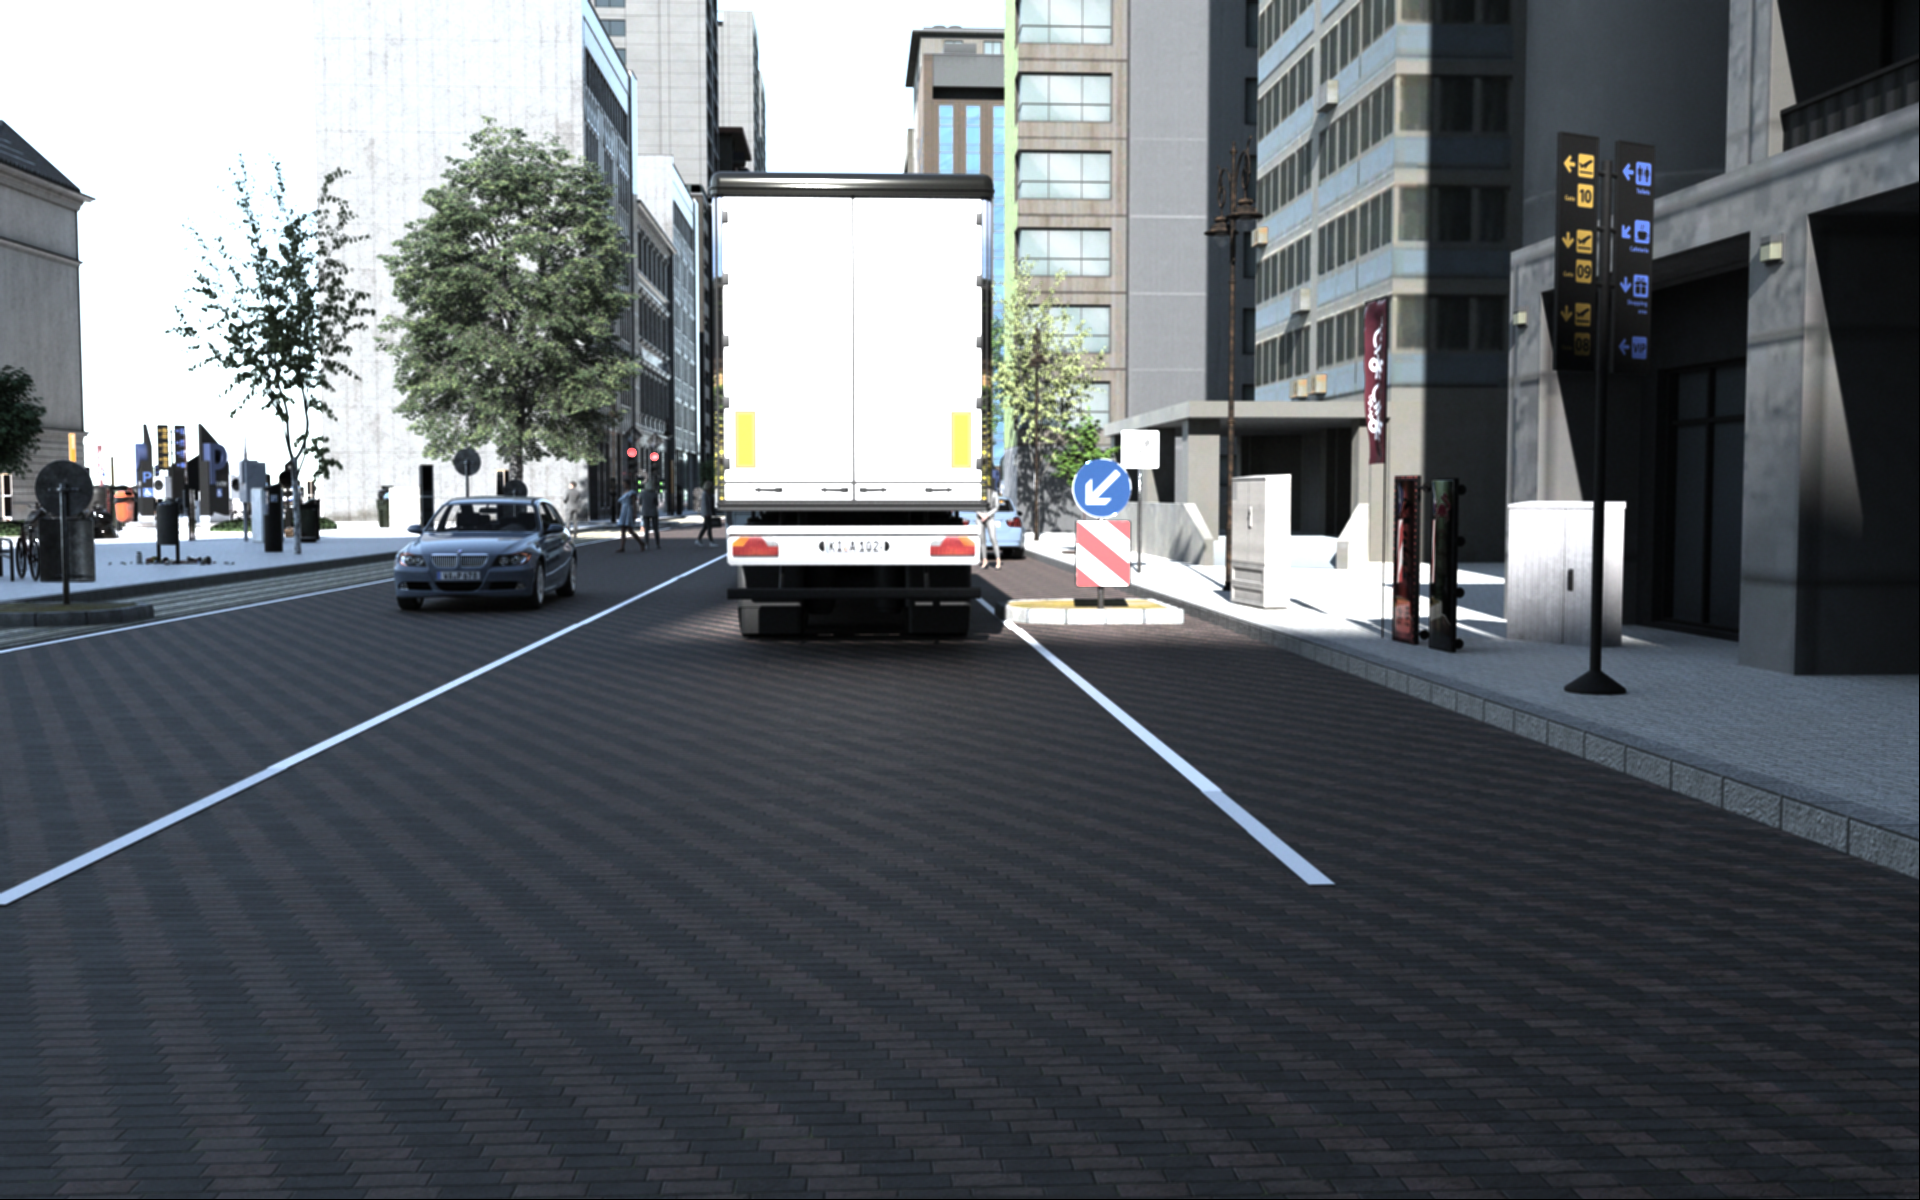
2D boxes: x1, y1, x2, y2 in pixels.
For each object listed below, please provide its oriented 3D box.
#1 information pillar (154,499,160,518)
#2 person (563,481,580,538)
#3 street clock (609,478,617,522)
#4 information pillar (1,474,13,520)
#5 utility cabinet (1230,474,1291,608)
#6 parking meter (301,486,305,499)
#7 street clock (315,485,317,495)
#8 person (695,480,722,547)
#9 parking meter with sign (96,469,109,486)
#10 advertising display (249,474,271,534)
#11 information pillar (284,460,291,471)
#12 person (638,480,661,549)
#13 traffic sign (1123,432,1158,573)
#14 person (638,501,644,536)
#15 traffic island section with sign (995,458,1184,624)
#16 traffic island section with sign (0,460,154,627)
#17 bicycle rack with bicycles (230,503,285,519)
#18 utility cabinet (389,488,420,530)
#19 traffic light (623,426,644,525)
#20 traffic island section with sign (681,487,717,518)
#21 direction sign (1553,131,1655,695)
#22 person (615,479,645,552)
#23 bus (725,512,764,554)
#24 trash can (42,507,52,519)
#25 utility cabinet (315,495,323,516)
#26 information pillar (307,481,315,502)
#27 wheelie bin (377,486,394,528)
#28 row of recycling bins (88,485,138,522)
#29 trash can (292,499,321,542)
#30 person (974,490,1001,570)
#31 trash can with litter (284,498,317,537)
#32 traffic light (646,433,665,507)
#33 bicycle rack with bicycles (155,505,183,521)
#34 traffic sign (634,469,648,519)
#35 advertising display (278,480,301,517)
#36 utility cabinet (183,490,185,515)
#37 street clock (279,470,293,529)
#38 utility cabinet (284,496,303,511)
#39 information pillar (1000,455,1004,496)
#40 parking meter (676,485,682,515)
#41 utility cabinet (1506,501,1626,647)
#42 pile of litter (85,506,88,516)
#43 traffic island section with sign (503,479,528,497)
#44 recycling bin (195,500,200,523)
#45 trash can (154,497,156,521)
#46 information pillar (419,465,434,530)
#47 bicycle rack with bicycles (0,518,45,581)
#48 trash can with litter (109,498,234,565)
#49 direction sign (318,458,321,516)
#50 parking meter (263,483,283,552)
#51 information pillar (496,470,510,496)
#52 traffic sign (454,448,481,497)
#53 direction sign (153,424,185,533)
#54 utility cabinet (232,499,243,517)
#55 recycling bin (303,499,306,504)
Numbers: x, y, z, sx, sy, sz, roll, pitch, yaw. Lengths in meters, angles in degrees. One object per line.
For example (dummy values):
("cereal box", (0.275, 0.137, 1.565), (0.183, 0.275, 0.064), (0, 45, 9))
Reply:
("information pillar", (-41.821, -5.232, 90.032), (0.304, 2.012, 0.304), (0, 3, 0))
("person", (-12.630, -2.920, 56.044), (0.447, 1.846, 0.655), (3, 5, 43))
("street clock", (-15.666, -4.505, 78.222), (0.358, 2.002, 0.471), (-1, 4, -17))
("information pillar", (-34.635, -3.576, 62.954), (0.304, 2.012, 0.304), (-2, 4, -35))
("utility cabinet", (3.412, -0.678, 19.767), (0.318, 1.500, 1.173), (-1, 4, -10))
("parking meter", (-50.115, -7.712, 131.796), (0.399, 1.863, 0.255), (1, 4, 10))
("street clock", (-53.315, -8.471, 143.067), (0.358, 2.002, 0.471), (0, 4, 6))
("person", (-6.887, -2.365, 47.350), (0.728, 1.800, 0.709), (1, 4, 14))
("parking meter with sign", (-59.493, -7.597, 120.469), (0.543, 3.016, 1.738), (-1, 4, -12))
("advertising display", (-22.283, -3.053, 55.130), (0.974, 1.923, 0.123), (2, 4, 31))
("information pillar", (-44.435, -7.541, 114.651), (0.504, 3.616, 0.183), (-3, 4, -36))
("person", (-8.145, -2.246, 45.408), (0.537, 1.800, 0.526), (0, 4, 7))
("traffic sign", (2.908, -1.585, 28.046), (0.606, 2.300, 0.079), (0, 4, -2))
("person", (-10.849, -2.813, 59.175), (0.352, 1.250, 0.332), (1, 4, 22))
("traffic island section with sign", (1.428, -0.697, 20.020), (1.989, 1.847, 2.006), (0, 4, -3))
("traffic island section with sign", (-10.287, -0.663, 19.472), (1.989, 1.847, 2.006), (0, 4, -3))
("bicycle rack with bicycles", (-28.238, -3.428, 69.425), (2.925, 0.926, 2.852), (0, 4, 8))
("utility cabinet", (-19.336, -3.177, 60.621), (1.173, 1.500, 0.318), (-2, 4, -35))
("traffic light", (-13.422, -5.034, 71.219), (0.839, 4.253, 0.868), (0, 4, -3))
("traffic island section with sign", (-15.353, -5.707, 101.938), (1.989, 1.847, 2.006), (0, 4, -3))
("direction sign", (4.122, -1.171, 11.137), (0.876, 3.537, 0.379), (-2, 4, -30))
("person", (-8.198, -2.092, 42.797), (0.778, 1.811, 0.616), (-3, 4, -38))
("bus", (-2.647, -2.343, 33.166), (2.948, 3.499, 13.247), (0, 4, -3))
("trash can", (-40.998, -4.060, 78.033), (0.748, 1.137, 0.748), (0, 3, 0))
("utility cabinet", (-38.220, -5.624, 103.106), (1.020, 1.237, 0.306), (-2, 4, -24))
("information pillar", (-35.279, -5.484, 94.154), (0.304, 2.012, 0.304), (1, 4, 19))
("wheelie bin", (-21.743, -3.543, 65.841), (0.980, 1.594, 0.693), (2, 4, 33))
("row of recycling bins", (-38.411, -4.393, 78.933), (1.069, 1.692, 3.534), (1, 4, 11))
("trash can", (-17.378, -2.107, 46.095), (0.748, 1.137, 0.748), (0, 3, 0))
("person", (0.511, -1.479, 32.963), (0.520, 1.790, 0.573), (0, 4, -1))
("trash can with litter", (-19.649, -2.457, 51.554), (1.055, 1.170, 0.624), (-1, 4, -16))
("traffic light", (-13.911, -5.521, 79.189), (0.839, 4.253, 0.868), (0, 4, -3))
("bicycle rack with bicycles", (-39.181, -4.269, 83.184), (2.925, 0.926, 2.852), (3, 4, 36))
("traffic sign", (-16.163, -5.353, 87.628), (0.768, 2.556, 0.104), (0, 4, -2))
("advertising display", (-30.634, -4.523, 79.168), (0.974, 1.923, 0.123), (0, 4, -4))
("utility cabinet", (-46.983, -5.937, 105.748), (0.318, 1.500, 1.173), (0, 4, 5))
("street clock", (-20.627, -2.971, 53.152), (0.471, 2.002, 0.358), (-1, 4, -11))
("utility cabinet", (-34.917, -4.870, 90.784), (1.020, 1.237, 0.306), (1, 4, 21))
("information pillar", (2.529, -6.825, 102.938), (0.183, 3.616, 0.504), (2, 4, 26))
("parking meter", (-17.211, -6.140, 106.097), (0.255, 1.863, 0.399), (-2, 4, -26))
("utility cabinet", (5.205, -0.231, 14.941), (0.306, 1.237, 1.020), (-2, 4, -31))
("pile of litter", (-41.743, -4.259, 83.596), (1.176, 0.858, 1.719), (1, 4, 20))
("traffic island section with sign", (-11.943, -2.309, 46.378), (1.989, 1.847, 2.006), (0, 4, -3))
("recycling bin", (-30.418, -3.517, 70.058), (0.722, 1.027, 0.722), (1, 4, 9))
("trash can", (-36.772, -4.080, 78.368), (0.748, 1.137, 0.748), (0, 3, 0))
("information pillar", (-13.360, -2.380, 43.402), (0.304, 2.012, 0.304), (-2, 4, -25))
("bicycle rack with bicycles", (-15.165, -0.769, 25.949), (2.852, 0.926, 2.925), (-2, 4, -32))
("trash can with litter", (-14.369, -1.269, 31.810), (2.233, 1.210, 1.678), (2, 4, 26))
("direction sign", (-30.958, -5.606, 83.657), (0.379, 3.537, 0.876), (-1, 4, -20))
("parking meter", (-15.294, -1.844, 38.554), (0.372, 1.533, 0.369), (0, 3, 0))
("information pillar", (-13.926, -2.954, 52.783), (0.304, 2.012, 0.304), (1, 4, 16))
("traffic sign", (-13.744, -2.949, 48.319), (0.768, 2.556, 0.104), (0, 4, 3))
("direction sign", (-25.761, -3.955, 56.658), (0.876, 3.537, 0.379), (-3, 5, -39))
("utility cabinet", (-40.638, -5.279, 97.467), (1.020, 1.237, 0.306), (-1, 4, -13))
("recycling bin", (-37.332, -5.260, 98.551), (0.722, 1.027, 0.722), (0, 4, 3))
